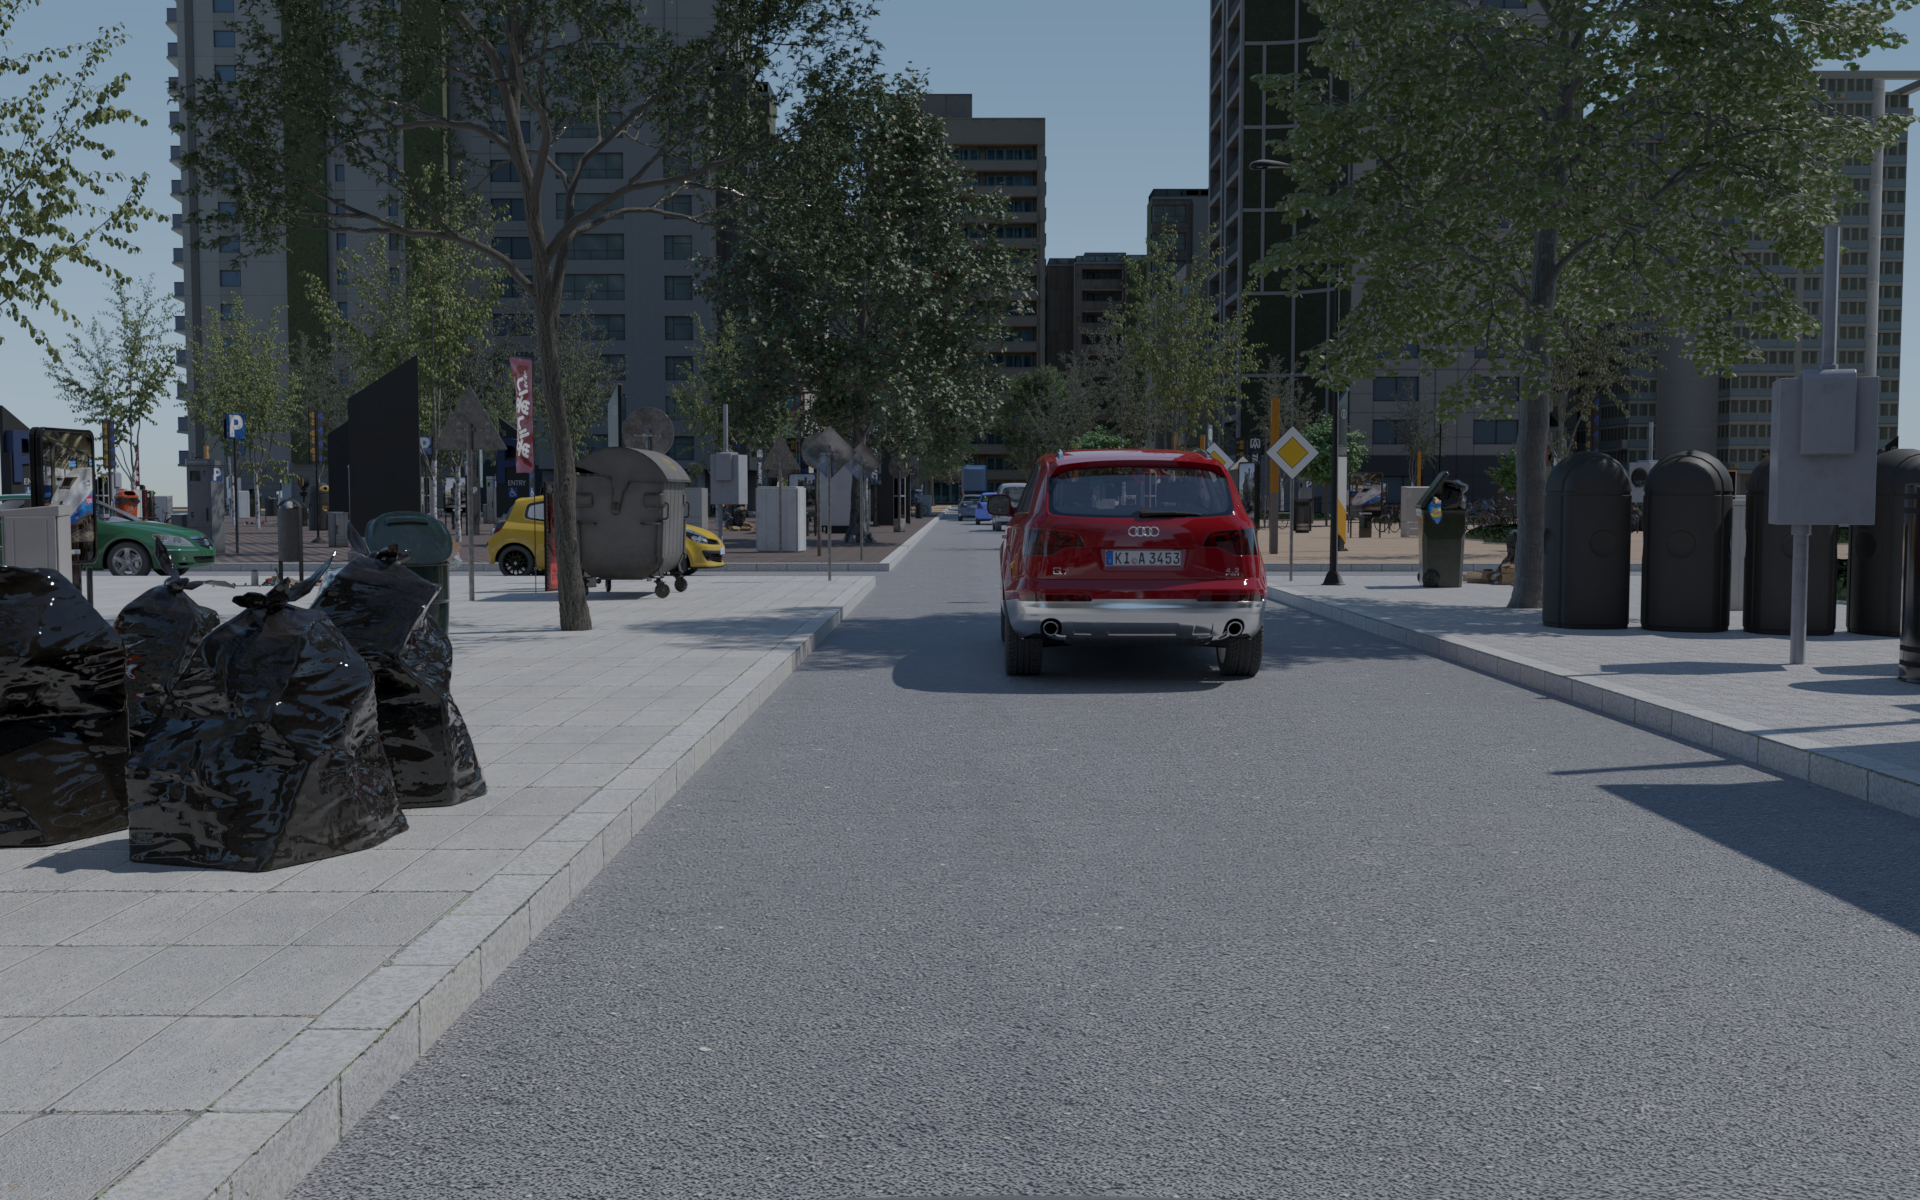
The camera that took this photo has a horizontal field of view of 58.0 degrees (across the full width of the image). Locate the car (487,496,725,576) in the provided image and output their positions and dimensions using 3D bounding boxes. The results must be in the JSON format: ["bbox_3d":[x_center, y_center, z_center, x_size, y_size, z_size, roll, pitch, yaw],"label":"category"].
[{"bbox_3d":[-6.054,-1.197,29.796,3.980,1.641,2.015,0,4,1],"label":"car"}]

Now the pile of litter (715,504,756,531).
[{"bbox_3d":[-7.676,-2.842,60.428,1.719,0.858,1.176,1,4,17],"label":"pile of litter"}]

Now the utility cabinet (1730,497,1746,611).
[{"bbox_3d":[8.874,-0.496,19.266,1.020,1.237,0.306,-1,4,-19],"label":"utility cabinet"}]

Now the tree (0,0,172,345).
[{"bbox_3d":[-11.465,-4.238,19.662,4.737,8.622,4.395,0,3,0],"label":"tree"}]

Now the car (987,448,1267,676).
[{"bbox_3d":[1.376,-0.399,15.194,2.281,1.827,5.304,0,4,1],"label":"car"}]

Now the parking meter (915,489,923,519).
[{"bbox_3d":[-2.140,-5.014,90.388,0.372,1.533,0.369,0,3,0],"label":"parking meter"}]

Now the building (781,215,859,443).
[{"bbox_3d":[-23.318,-32.233,218.894,23.993,40.220,32.217,0,4,0],"label":"building"}]

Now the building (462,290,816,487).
[{"bbox_3d":[-27.652,-19.295,160.506,28.899,21.520,27.650,0,4,0],"label":"building"}]

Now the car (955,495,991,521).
[{"bbox_3d":[0.761,-4.954,92.995,2.014,1.417,4.499,0,4,0],"label":"car"}]

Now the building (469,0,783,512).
[{"bbox_3d":[-24.371,-42.440,132.138,20.563,71.187,20.611,0,4,0],"label":"building"}]

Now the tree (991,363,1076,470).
[{"bbox_3d":[5.922,-12.921,137.021,9.928,11.665,9.643,0,3,0],"label":"tree"}]

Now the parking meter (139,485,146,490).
[{"bbox_3d":[-50.677,-6.220,107.406,0.255,1.863,0.399,0,4,-5],"label":"parking meter"}]

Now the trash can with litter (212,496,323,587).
[{"bbox_3d":[-9.183,-0.797,24.082,2.233,1.210,1.678,3,4,36],"label":"trash can with litter"}]

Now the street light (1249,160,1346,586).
[{"bbox_3d":[4.723,-3.163,24.251,1.470,5.913,1.316,0,4,0],"label":"street light"}]

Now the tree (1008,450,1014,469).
[{"bbox_3d":[6.830,-12.604,156.432,4.360,8.622,3.978,0,3,0],"label":"tree"}]

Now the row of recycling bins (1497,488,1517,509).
[{"bbox_3d":[32.233,-5.764,101.359,1.069,1.692,3.534,0,4,4],"label":"row of recycling bins"}]

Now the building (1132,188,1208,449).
[{"bbox_3d":[24.640,-24.120,166.057,14.160,30.474,14.107,0,4,0],"label":"building"}]

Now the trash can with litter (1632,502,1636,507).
[{"bbox_3d":[42.036,-5.926,108.277,0.624,1.170,1.055,2,4,27],"label":"trash can with litter"}]

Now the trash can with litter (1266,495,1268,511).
[{"bbox_3d":[16.699,-5.128,94.892,1.678,1.210,2.233,0,4,4],"label":"trash can with litter"}]

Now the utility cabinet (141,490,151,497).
[{"bbox_3d":[-40.644,-4.733,86.069,1.173,1.500,0.318,3,4,36],"label":"utility cabinet"}]

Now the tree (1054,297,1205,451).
[{"bbox_3d":[6.426,-7.032,65.327,4.360,8.622,3.978,0,3,0],"label":"tree"}]

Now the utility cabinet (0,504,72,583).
[{"bbox_3d":[-5.362,0.066,10.084,0.306,1.237,1.020,-2,4,-24],"label":"utility cabinet"}]

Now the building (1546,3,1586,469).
[{"bbox_3d":[46.014,-32.923,161.996,21.600,48.544,21.300,0,4,0],"label":"building"}]

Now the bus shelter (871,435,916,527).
[{"bbox_3d":[-2.634,-4.864,70.806,1.731,3.624,6.357,0,4,0],"label":"bus shelter"}]

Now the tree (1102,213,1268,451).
[{"bbox_3d":[5.952,-5.877,46.455,4.737,8.622,4.395,0,3,0],"label":"tree"}]

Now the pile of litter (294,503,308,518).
[{"bbox_3d":[-33.610,-4.510,87.703,1.719,0.858,1.176,0,4,-2],"label":"pile of litter"}]

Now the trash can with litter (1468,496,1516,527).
[{"bbox_3d":[20.783,-3.409,66.797,2.233,1.210,1.678,2,4,25],"label":"trash can with litter"}]

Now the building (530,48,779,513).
[{"bbox_3d":[-19.921,-21.061,116.043,14.160,30.474,14.107,0,4,0],"label":"building"}]

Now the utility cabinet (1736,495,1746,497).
[{"bbox_3d":[34.469,-4.016,76.821,1.020,1.237,0.306,-1,4,-21],"label":"utility cabinet"}]

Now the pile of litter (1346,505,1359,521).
[{"bbox_3d":[19.014,-4.309,84.425,1.176,0.858,1.719,1,4,13],"label":"pile of litter"}]

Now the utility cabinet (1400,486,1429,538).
[{"bbox_3d":[13.456,-2.563,50.589,1.173,1.500,0.318,-1,4,-23],"label":"utility cabinet"}]

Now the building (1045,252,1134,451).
[{"bbox_3d":[17.323,-26.802,209.911,14.107,30.474,14.160,0,4,0],"label":"building"}]

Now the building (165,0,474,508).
[{"bbox_3d":[-57.240,-37.947,162.435,28.212,58.520,21.231,0,4,0],"label":"building"}]

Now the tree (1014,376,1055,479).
[{"bbox_3d":[5.473,-8.300,86.075,4.360,8.622,3.978,0,3,0],"label":"tree"}]

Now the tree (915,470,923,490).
[{"bbox_3d":[-3.258,-11.394,136.655,4.737,8.622,4.395,0,3,0],"label":"tree"}]

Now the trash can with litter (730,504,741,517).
[{"bbox_3d":[-11.969,-4.972,92.671,0.624,1.170,1.055,1,4,14],"label":"trash can with litter"}]

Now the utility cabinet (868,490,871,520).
[{"bbox_3d":[-3.931,-4.560,83.228,0.318,1.500,1.173,-3,5,-42],"label":"utility cabinet"}]

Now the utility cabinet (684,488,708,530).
[{"bbox_3d":[-9.342,-3.189,60.822,1.173,1.500,0.318,3,5,41],"label":"utility cabinet"}]

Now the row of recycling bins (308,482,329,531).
[{"bbox_3d":[-21.214,-3.315,61.313,3.534,1.692,1.069,-1,4,-15],"label":"row of recycling bins"}]

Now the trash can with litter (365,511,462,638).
[{"bbox_3d":[-3.371,0.033,10.848,0.624,1.170,1.055,-2,4,-24],"label":"trash can with litter"}]

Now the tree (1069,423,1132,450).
[{"bbox_3d":[6.458,-5.912,80.375,4.285,4.588,4.351,0,3,0],"label":"tree"}]

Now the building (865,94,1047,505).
[{"bbox_3d":[-0.533,-36.066,213.374,21.600,48.544,21.300,0,4,0],"label":"building"}]

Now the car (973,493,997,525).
[{"bbox_3d":[1.561,-4.400,81.524,1.945,1.707,3.694,0,3,0],"label":"car"}]

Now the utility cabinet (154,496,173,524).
[{"bbox_3d":[-34.734,-3.937,75.538,1.020,1.237,0.306,3,4,36],"label":"utility cabinet"}]

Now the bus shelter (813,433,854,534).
[{"bbox_3d":[-3.995,-3.965,58.759,2.014,3.302,5.546,0,3,0],"label":"bus shelter"}]

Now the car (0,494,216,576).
[{"bbox_3d":[-15.133,-1.067,29.245,4.920,1.459,2.131,0,4,-1],"label":"car"}]

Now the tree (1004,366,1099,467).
[{"bbox_3d":[6.105,-11.679,125.369,8.767,10.594,7.601,-1,4,-22],"label":"tree"}]

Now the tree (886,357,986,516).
[{"bbox_3d":[-2.157,-12.063,115.356,7.486,12.596,7.792,0,3,0],"label":"tree"}]

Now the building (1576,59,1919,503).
[{"bbox_3d":[68.799,-28.477,157.480,23.993,40.220,32.217,0,4,0],"label":"building"}]

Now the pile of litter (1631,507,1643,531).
[{"bbox_3d":[23.075,-2.801,59.767,1.719,0.858,1.176,0,4,6],"label":"pile of litter"}]

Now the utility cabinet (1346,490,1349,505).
[{"bbox_3d":[21.232,-5.224,94.092,0.318,1.500,1.173,-1,4,-22],"label":"utility cabinet"}]

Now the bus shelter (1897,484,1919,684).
[{"bbox_3d":[6.608,-1.839,7.693,2.179,5.291,8.768,0,4,0],"label":"bus shelter"}]

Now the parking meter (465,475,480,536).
[{"bbox_3d":[-15.086,-2.929,53.603,0.255,1.863,0.399,2,4,30],"label":"parking meter"}]

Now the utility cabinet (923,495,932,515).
[{"bbox_3d":[-2.262,-5.905,107.716,1.020,1.237,0.306,2,4,26],"label":"utility cabinet"}]

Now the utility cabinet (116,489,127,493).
[{"bbox_3d":[-34.028,-3.770,70.311,0.318,1.500,1.173,-1,4,-20],"label":"utility cabinet"}]

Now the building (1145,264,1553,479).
[{"bbox_3d":[30.798,-18.316,144.503,27.650,21.520,28.899,0,4,0],"label":"building"}]

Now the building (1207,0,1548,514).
[{"bbox_3d":[26.457,-41.567,117.880,20.563,71.187,20.611,0,4,0],"label":"building"}]

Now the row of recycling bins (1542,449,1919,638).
[{"bbox_3d":[7.323,-0.557,16.226,3.534,1.692,1.069,1,4,20],"label":"row of recycling bins"}]

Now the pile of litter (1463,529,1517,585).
[{"bbox_3d":[7.846,-0.666,24.856,1.176,0.858,1.719,0,4,6],"label":"pile of litter"}]
